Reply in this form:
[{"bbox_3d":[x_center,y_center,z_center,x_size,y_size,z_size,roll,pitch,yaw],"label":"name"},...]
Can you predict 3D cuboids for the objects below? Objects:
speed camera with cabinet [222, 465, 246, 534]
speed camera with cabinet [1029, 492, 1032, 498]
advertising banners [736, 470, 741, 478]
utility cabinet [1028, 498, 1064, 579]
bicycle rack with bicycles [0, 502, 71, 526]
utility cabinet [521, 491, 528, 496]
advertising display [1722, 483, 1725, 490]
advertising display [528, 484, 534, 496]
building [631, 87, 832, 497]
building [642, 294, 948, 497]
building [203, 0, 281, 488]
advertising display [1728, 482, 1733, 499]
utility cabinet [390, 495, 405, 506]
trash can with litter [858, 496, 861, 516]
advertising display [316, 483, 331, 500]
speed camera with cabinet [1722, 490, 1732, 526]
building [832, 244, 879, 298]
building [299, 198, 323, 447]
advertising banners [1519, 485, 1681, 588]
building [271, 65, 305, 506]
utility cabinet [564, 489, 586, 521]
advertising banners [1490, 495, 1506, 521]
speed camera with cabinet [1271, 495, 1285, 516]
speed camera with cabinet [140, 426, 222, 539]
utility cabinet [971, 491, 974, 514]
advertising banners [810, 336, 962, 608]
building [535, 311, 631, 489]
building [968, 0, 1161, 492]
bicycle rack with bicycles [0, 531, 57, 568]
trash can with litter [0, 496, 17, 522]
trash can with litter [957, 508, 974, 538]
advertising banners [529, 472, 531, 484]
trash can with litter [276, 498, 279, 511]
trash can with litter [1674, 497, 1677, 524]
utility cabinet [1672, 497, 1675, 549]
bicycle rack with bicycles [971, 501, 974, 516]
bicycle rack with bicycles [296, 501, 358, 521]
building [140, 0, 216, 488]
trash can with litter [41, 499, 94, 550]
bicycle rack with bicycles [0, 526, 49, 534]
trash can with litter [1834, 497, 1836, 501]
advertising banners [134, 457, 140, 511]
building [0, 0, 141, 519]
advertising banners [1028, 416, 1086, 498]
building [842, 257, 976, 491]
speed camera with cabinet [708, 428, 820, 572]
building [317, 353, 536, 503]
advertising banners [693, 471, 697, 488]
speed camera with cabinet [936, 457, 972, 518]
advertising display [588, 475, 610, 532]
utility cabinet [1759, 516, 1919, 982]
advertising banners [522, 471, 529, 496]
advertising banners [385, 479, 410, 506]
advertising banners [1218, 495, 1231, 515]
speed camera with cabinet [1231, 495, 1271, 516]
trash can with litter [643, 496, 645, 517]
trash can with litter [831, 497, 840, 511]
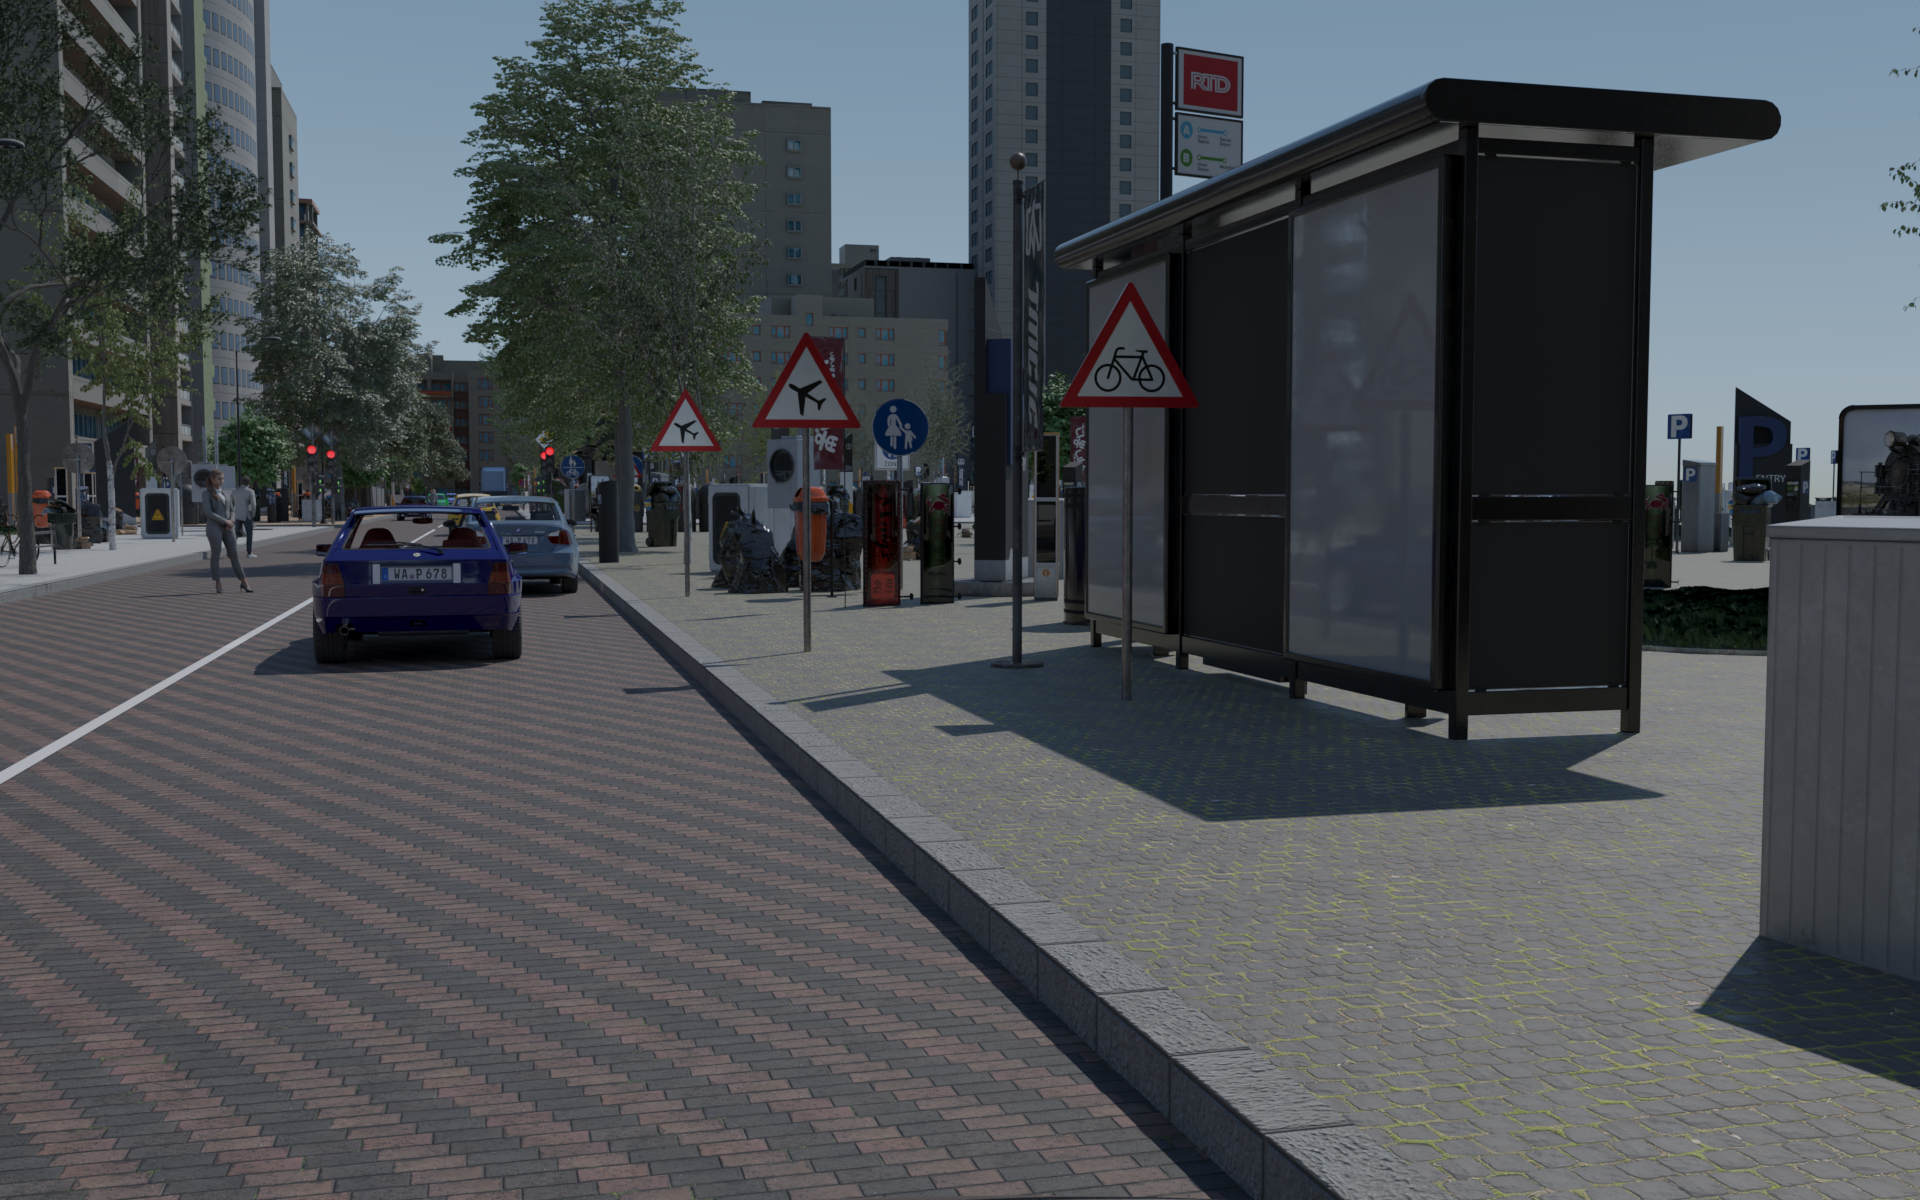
[{"bbox_3d":[-22.678,-3.641,53.863,0.660,3.252,2.038,-3,5,-41],"label":"speed camera with cabinet"},{"bbox_3d":[4.737,-8.867,139.316,2.038,3.252,0.660,-1,4,-12],"label":"speed camera with cabinet"},{"bbox_3d":[-16.734,-8.023,127.365,0.090,3.025,2.074,-3,5,-44],"label":"advertising banners"},{"bbox_3d":[1.255,-0.932,26.405,1.020,1.237,0.306,3,5,43],"label":"utility cabinet"},{"bbox_3d":[-40.605,-3.847,76.287,2.852,0.926,2.925,-3,5,-43],"label":"bicycle rack with bicycles"},{"bbox_3d":[-36.128,-8.283,144.111,0.318,1.500,1.173,0,4,8],"label":"utility cabinet"},{"bbox_3d":[45.869,-6.078,104.582,0.974,1.923,0.123,-3,4,-38],"label":"advertising display"},{"bbox_3d":[-28.285,-6.668,114.230,0.123,1.923,0.974,-2,4,-28],"label":"advertising display"},{"bbox_3d":[-27.315,-35.541,204.789,21.300,48.544,21.600,-1,4,-15],"label":"building"},{"bbox_3d":[-18.266,-20.605,181.929,27.650,21.520,28.899,-1,4,-15],"label":"building"},{"bbox_3d":[-73.953,-37.436,154.078,21.231,58.520,28.212,-1,4,-15],"label":"building"},{"bbox_3d":[42.348,-5.453,94.374,0.123,1.923,0.974,-3,5,-40],"label":"advertising display"},{"bbox_3d":[-41.686,-7.173,128.432,1.020,1.237,0.306,-1,4,-19],"label":"utility cabinet"},{"bbox_3d":[-4.065,-4.256,80.648,2.233,1.210,1.678,-1,4,-20],"label":"trash can with litter"},{"bbox_3d":[-37.099,-5.865,101.110,0.974,1.923,0.123,-3,5,-45],"label":"advertising display"},{"bbox_3d":[30.058,-4.480,67.583,2.038,3.252,0.660,3,5,44],"label":"speed camera with cabinet"},{"bbox_3d":[-15.530,-35.518,272.595,23.993,40.220,32.217,-1,4,-15],"label":"building"},{"bbox_3d":[-105.312,-36.035,243.792,28.867,44.769,22.147,-1,4,-15],"label":"building"},{"bbox_3d":[8.875,-1.702,24.011,2.074,3.025,0.090,2,4,24],"label":"advertising banners"},{"bbox_3d":[-84.349,-34.588,189.221,21.600,48.544,21.300,-1,4,-15],"label":"building"},{"bbox_3d":[-17.948,-4.411,80.792,0.318,1.500,1.173,2,4,27],"label":"utility cabinet"},{"bbox_3d":[9.620,-2.154,31.403,2.074,3.025,0.090,1,4,10],"label":"advertising banners"},{"bbox_3d":[19.220,-6.477,100.236,0.660,3.252,2.038,-3,5,-44],"label":"speed camera with cabinet"},{"bbox_3d":[-22.639,-3.418,50.216,2.038,3.252,0.660,-1,4,-18],"label":"speed camera with cabinet"},{"bbox_3d":[0.363,-6.298,111.650,1.173,1.500,0.318,0,4,0],"label":"utility cabinet"},{"bbox_3d":[-0.867,-1.440,19.728,2.074,3.025,0.090,-2,4,-33],"label":"advertising banners"},{"bbox_3d":[-54.921,-29.418,252.686,14.107,30.474,14.160,-1,4,-15],"label":"building"},{"bbox_3d":[11.384,-47.477,214.505,20.611,71.187,20.563,-1,4,-15],"label":"building"},{"bbox_3d":[-17.339,-1.043,30.430,2.852,0.926,2.925,-1,4,-10],"label":"bicycle rack with bicycles"},{"bbox_3d":[-43.862,-4.180,79.403,2.233,1.210,1.678,1,4,10],"label":"trash can with litter"},{"bbox_3d":[0.463,-2.435,51.207,1.055,1.170,0.624,-1,4,-9],"label":"trash can with litter"},{"bbox_3d":[-33.385,-8.557,136.094,0.090,3.025,2.074,2,4,24],"label":"advertising banners"},{"bbox_3d":[-32.368,-4.338,82.316,0.624,1.170,1.055,-3,5,-40],"label":"trash can with litter"},{"bbox_3d":[23.964,-2.919,59.107,1.055,1.170,0.624,3,4,37],"label":"trash can with litter"},{"bbox_3d":[16.678,-1.839,41.237,0.306,1.237,1.020,0,4,3],"label":"utility cabinet"},{"bbox_3d":[1.610,-5.193,98.288,2.925,0.926,2.852,3,5,39],"label":"bicycle rack with bicycles"},{"bbox_3d":[-31.808,-4.486,86.735,2.925,0.926,2.852,0,4,2],"label":"bicycle rack with bicycles"},{"bbox_3d":[-61.119,-26.772,121.319,14.154,41.232,14.086,-1,4,-15],"label":"building"},{"bbox_3d":[-20.624,-1.753,40.042,0.624,1.170,1.055,1,4,15],"label":"trash can with litter"},{"bbox_3d":[-33.678,-2.886,60.576,2.852,0.926,2.925,-2,4,-32],"label":"bicycle rack with bicycles"},{"bbox_3d":[42.268,-4.458,83.940,1.678,1.210,2.233,-3,5,-39],"label":"trash can with litter"},{"bbox_3d":[-37.043,-5.080,79.249,2.074,3.025,0.090,0,4,-1],"label":"advertising banners"},{"bbox_3d":[-56.387,-28.559,90.634,21.300,48.544,21.600,-1,4,-15],"label":"building"},{"bbox_3d":[2.013,-2.623,39.078,2.074,3.025,0.090,2,4,28],"label":"advertising banners"},{"bbox_3d":[-6.505,-27.141,215.459,14.107,30.474,14.160,-1,4,-15],"label":"building"},{"bbox_3d":[-3.199,-2.065,28.095,2.038,3.252,0.660,3,4,38],"label":"speed camera with cabinet"},{"bbox_3d":[-77.590,-25.044,254.504,28.899,21.520,27.650,-1,4,-15],"label":"building"},{"bbox_3d":[-20.795,-8.393,133.407,0.090,3.025,2.074,2,4,24],"label":"advertising banners"},{"bbox_3d":[-0.396,-6.049,93.235,2.038,3.252,0.660,-2,4,-29],"label":"speed camera with cabinet"},{"bbox_3d":[-12.206,-3.267,58.633,0.123,1.923,0.974,2,4,31],"label":"advertising display"},{"bbox_3d":[2.636,0.402,4.587,0.306,1.237,1.020,-2,4,-23],"label":"utility cabinet"},{"bbox_3d":[-33.454,-8.362,132.906,0.090,3.025,2.074,-1,4,-9],"label":"advertising banners"},{"bbox_3d":[-46.867,-9.073,144.528,2.074,3.025,0.090,-1,4,-19],"label":"advertising banners"},{"bbox_3d":[9.020,-4.136,63.818,2.074,3.025,0.090,0,4,2],"label":"advertising banners"},{"bbox_3d":[17.053,-6.532,101.129,2.038,3.252,0.660,0,4,-7],"label":"speed camera with cabinet"},{"bbox_3d":[-17.781,-5.151,95.605,0.624,1.170,1.055,2,4,29],"label":"trash can with litter"},{"bbox_3d":[-4.905,-2.585,53.321,1.678,1.210,2.233,2,4,26],"label":"trash can with litter"}]
